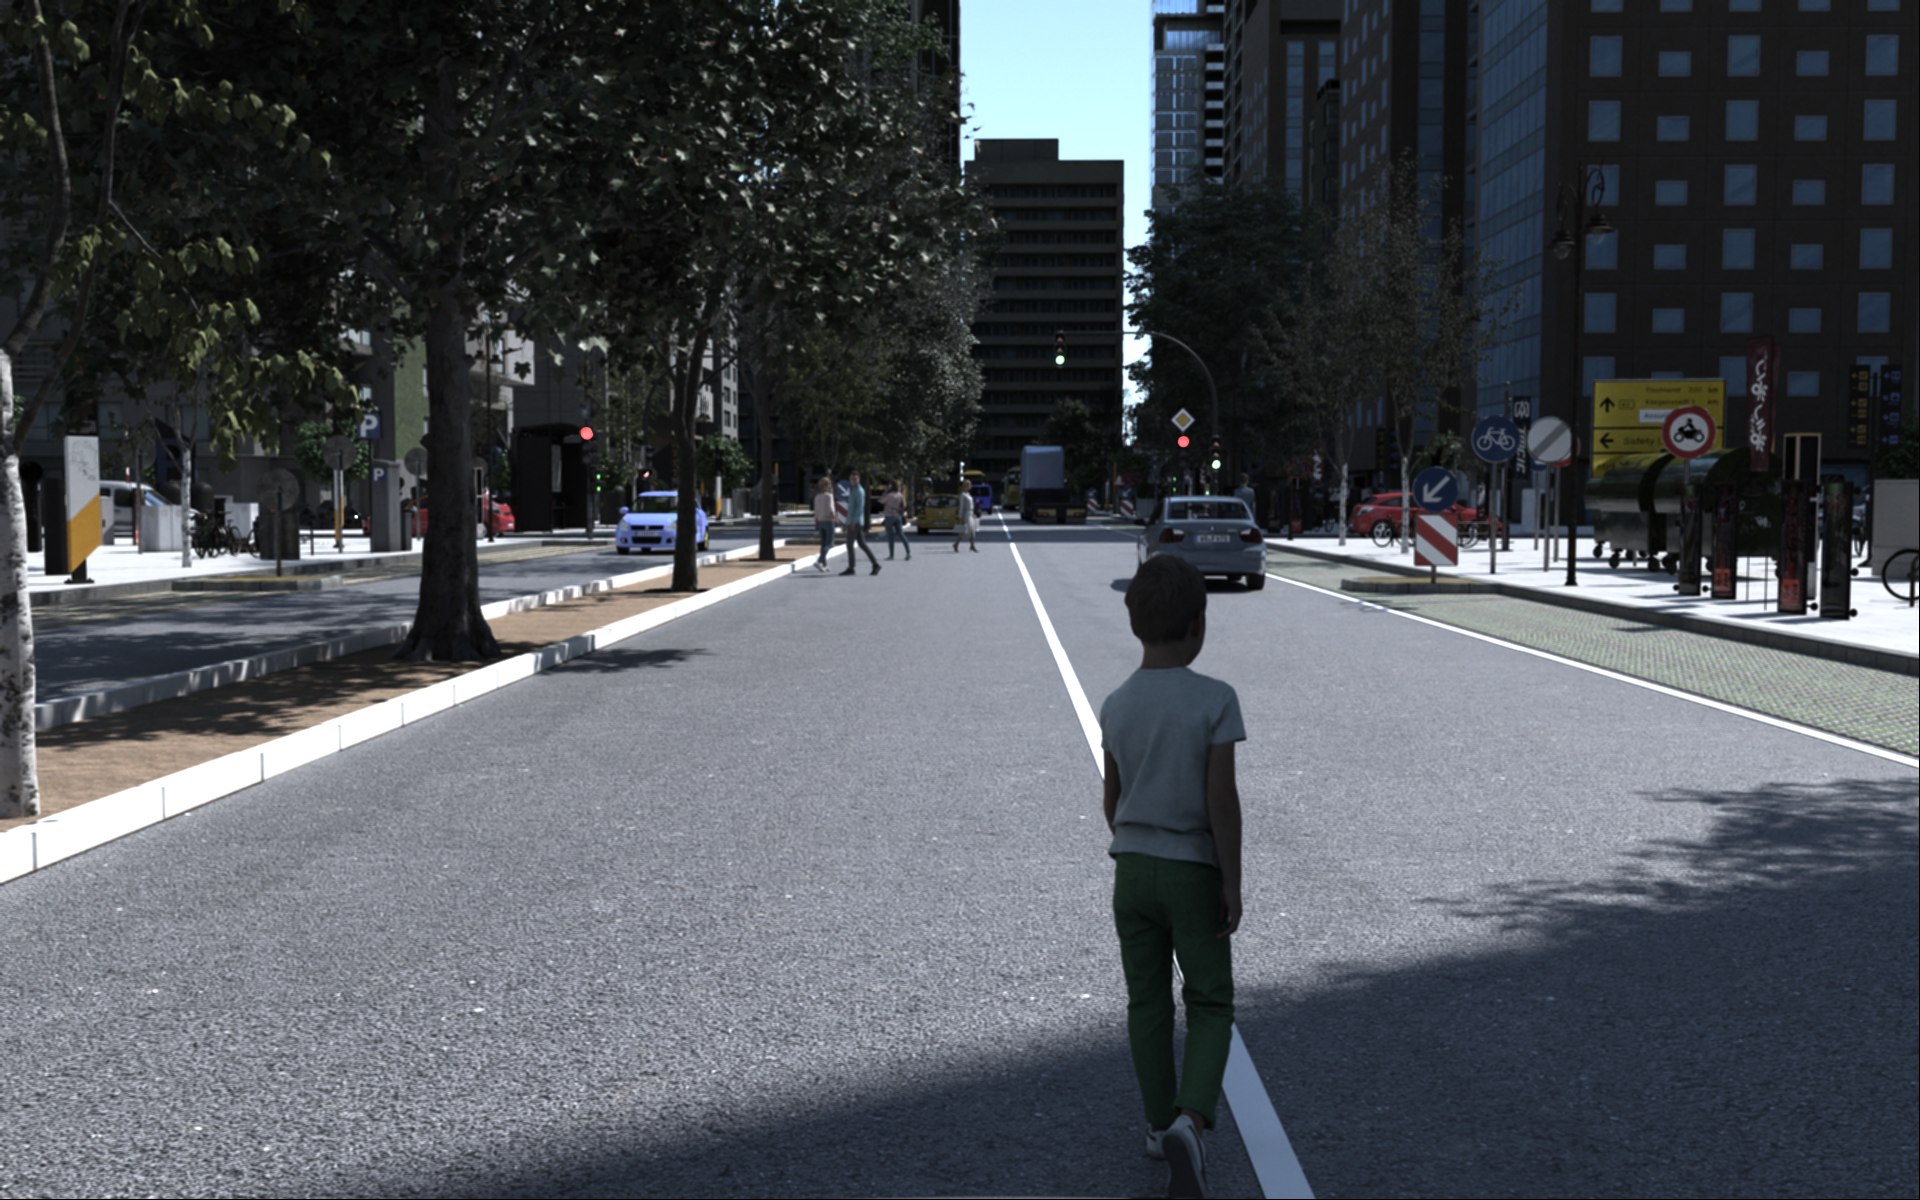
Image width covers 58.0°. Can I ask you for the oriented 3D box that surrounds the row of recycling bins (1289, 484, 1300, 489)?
[{"bbox_3d":[12.902,-3.979,72.174,3.534,1.692,1.069,-3,4,-38],"label":"row of recycling bins"}]

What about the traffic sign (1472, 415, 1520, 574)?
[{"bbox_3d":[8.613,-1.701,27.920,0.768,2.556,0.104,0,4,5],"label":"traffic sign"}]

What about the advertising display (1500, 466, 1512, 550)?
[{"bbox_3d":[12.568,-2.119,39.861,0.123,1.923,0.974,1,4,10],"label":"advertising display"}]

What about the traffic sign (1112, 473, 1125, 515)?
[{"bbox_3d":[9.966,-6.632,108.432,0.884,2.594,0.081,1,4,9],"label":"traffic sign"}]

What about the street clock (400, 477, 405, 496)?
[{"bbox_3d":[-23.844,-4.219,73.543,0.358,2.002,0.471,3,5,43],"label":"street clock"}]

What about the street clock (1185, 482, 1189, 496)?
[{"bbox_3d":[11.102,-4.916,84.954,0.471,2.002,0.358,2,4,34],"label":"street clock"}]

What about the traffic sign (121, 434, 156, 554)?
[{"bbox_3d":[-17.541,-2.256,36.987,0.768,2.556,0.104,0,4,4],"label":"traffic sign"}]

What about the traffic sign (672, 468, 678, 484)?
[{"bbox_3d":[-13.719,-5.159,84.450,0.768,2.556,0.104,1,4,10],"label":"traffic sign"}]

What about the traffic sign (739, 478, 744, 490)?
[{"bbox_3d":[-14.224,-6.709,111.829,0.606,2.300,0.079,0,4,5],"label":"traffic sign"}]

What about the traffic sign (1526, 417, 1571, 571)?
[{"bbox_3d":[9.725,-1.746,28.651,0.768,2.556,0.104,0,4,6],"label":"traffic sign"}]

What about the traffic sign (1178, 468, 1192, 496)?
[{"bbox_3d":[10.880,-5.140,84.143,0.768,2.556,0.104,1,4,8],"label":"traffic sign"}]

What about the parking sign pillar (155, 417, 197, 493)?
[{"bbox_3d":[-27.346,-4.401,60.425,1.447,3.967,1.447,-1,4,-16],"label":"parking sign pillar"}]

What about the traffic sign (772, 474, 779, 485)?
[{"bbox_3d":[-11.895,-6.723,110.020,0.768,2.556,0.104,0,4,3],"label":"traffic sign"}]

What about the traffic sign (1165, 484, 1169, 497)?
[{"bbox_3d":[13.687,-6.950,113.643,0.884,2.594,0.081,0,4,4],"label":"traffic sign"}]

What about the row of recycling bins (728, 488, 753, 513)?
[{"bbox_3d":[-14.620,-6.656,115.931,1.069,1.692,3.534,1,4,11],"label":"row of recycling bins"}]

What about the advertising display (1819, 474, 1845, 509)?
[{"bbox_3d":[28.420,-3.151,56.726,0.974,1.923,0.123,0,4,6],"label":"advertising display"}]

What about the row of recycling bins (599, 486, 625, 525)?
[{"bbox_3d":[-14.679,-4.048,73.294,1.069,1.692,3.534,-1,4,-15],"label":"row of recycling bins"}]

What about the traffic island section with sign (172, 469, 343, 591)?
[{"bbox_3d":[-10.531,-1.078,26.260,1.989,1.847,2.006,0,4,1],"label":"traffic island section with sign"}]

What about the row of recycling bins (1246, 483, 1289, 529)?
[{"bbox_3d":[11.481,-3.531,64.852,1.069,1.692,3.534,0,4,4],"label":"row of recycling bins"}]

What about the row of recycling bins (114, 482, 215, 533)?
[{"bbox_3d":[-26.928,-3.120,58.128,3.534,1.692,1.069,-2,4,-31],"label":"row of recycling bins"}]

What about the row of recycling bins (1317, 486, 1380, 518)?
[{"bbox_3d":[20.352,-5.148,91.281,3.534,1.692,1.069,2,4,27],"label":"row of recycling bins"}]

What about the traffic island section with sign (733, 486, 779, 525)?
[{"bbox_3d":[-9.553,-4.458,81.509,1.989,1.847,2.006,0,4,1],"label":"traffic island section with sign"}]

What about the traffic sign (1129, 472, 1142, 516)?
[{"bbox_3d":[10.165,-6.112,100.036,0.768,2.556,0.104,1,4,11],"label":"traffic sign"}]

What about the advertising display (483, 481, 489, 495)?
[{"bbox_3d":[-22.593,-4.714,82.295,0.123,1.923,0.974,1,4,16],"label":"advertising display"}]

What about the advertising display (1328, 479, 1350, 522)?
[{"bbox_3d":[16.710,-4.353,76.385,0.974,1.923,0.123,1,4,11],"label":"advertising display"}]

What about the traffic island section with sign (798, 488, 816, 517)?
[{"bbox_3d":[-9.058,-6.112,108.561,1.989,1.847,2.006,0,4,1],"label":"traffic island section with sign"}]

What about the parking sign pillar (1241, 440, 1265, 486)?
[{"bbox_3d":[13.884,-5.740,82.319,1.447,3.967,1.447,-3,4,-36],"label":"parking sign pillar"}]

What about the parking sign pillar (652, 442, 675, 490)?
[{"bbox_3d":[-15.338,-6.161,89.204,1.447,3.967,1.447,1,4,15],"label":"parking sign pillar"}]

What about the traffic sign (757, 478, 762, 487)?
[{"bbox_3d":[-14.242,-7.642,124.943,0.884,2.594,0.081,0,4,2],"label":"traffic sign"}]

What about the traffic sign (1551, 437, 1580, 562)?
[{"bbox_3d":[11.262,-1.991,32.655,0.768,2.556,0.104,0,4,7],"label":"traffic sign"}]

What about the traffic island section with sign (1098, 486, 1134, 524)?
[{"bbox_3d":[7.737,-4.496,82.137,1.989,1.847,2.006,0,4,1],"label":"traffic island section with sign"}]

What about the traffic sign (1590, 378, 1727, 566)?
[{"bbox_3d":[12.279,-2.242,30.537,2.265,3.308,0.079,1,4,9],"label":"traffic sign"}]

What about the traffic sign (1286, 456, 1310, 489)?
[{"bbox_3d":[11.132,-3.488,57.134,0.768,2.556,0.104,0,4,4],"label":"traffic sign"}]

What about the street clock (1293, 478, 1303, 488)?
[{"bbox_3d":[14.938,-4.424,76.894,0.471,2.002,0.358,2,4,33],"label":"street clock"}]

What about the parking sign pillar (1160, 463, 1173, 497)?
[{"bbox_3d":[14.676,-8.122,121.264,1.447,3.967,1.447,3,5,43],"label":"parking sign pillar"}]

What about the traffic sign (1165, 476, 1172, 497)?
[{"bbox_3d":[12.973,-6.529,106.854,0.768,2.556,0.104,0,4,1],"label":"traffic sign"}]

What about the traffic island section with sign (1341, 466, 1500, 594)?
[{"bbox_3d":[6.729,-1.039,25.611,1.989,1.847,2.006,0,4,1],"label":"traffic island section with sign"}]

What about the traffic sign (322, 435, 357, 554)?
[{"bbox_3d":[-13.364,-2.275,37.296,0.768,2.556,0.104,0,4,6],"label":"traffic sign"}]

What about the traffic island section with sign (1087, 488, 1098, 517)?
[{"bbox_3d":[8.225,-6.179,109.651,1.989,1.847,2.006,0,4,1],"label":"traffic island section with sign"}]

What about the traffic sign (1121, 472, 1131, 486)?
[{"bbox_3d":[9.868,-6.230,101.969,0.768,2.556,0.104,1,4,10],"label":"traffic sign"}]

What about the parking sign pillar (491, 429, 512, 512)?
[{"bbox_3d":[-18.752,-5.033,70.760,1.447,3.967,1.447,-2,4,-35],"label":"parking sign pillar"}]

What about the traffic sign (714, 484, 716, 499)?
[{"bbox_3d":[-15.423,-6.672,109.192,0.768,2.556,0.104,0,4,4],"label":"traffic sign"}]

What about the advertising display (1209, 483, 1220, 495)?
[{"bbox_3d":[14.491,-5.788,99.853,0.974,1.923,0.123,0,4,3],"label":"advertising display"}]

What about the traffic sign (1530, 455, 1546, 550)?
[{"bbox_3d":[13.176,-2.411,39.525,0.768,2.556,0.104,0,4,2],"label":"traffic sign"}]

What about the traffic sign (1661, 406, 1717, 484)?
[{"bbox_3d":[10.504,-1.525,25.043,0.768,2.556,0.104,0,4,5],"label":"traffic sign"}]

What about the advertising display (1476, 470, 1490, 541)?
[{"bbox_3d":[14.398,-2.598,47.688,0.123,1.923,0.974,0,4,3],"label":"advertising display"}]

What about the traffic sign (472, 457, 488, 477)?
[{"bbox_3d":[-16.539,-3.620,59.291,0.768,2.556,0.104,0,4,5],"label":"traffic sign"}]

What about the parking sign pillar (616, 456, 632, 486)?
[{"bbox_3d":[-22.558,-7.834,116.563,1.447,3.967,1.447,2,4,27],"label":"parking sign pillar"}]

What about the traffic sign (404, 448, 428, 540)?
[{"bbox_3d":[-14.991,-2.923,47.892,0.768,2.556,0.104,0,4,4],"label":"traffic sign"}]

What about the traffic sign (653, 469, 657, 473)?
[{"bbox_3d":[-14.818,-5.046,82.613,0.768,2.556,0.104,0,4,6],"label":"traffic sign"}]
